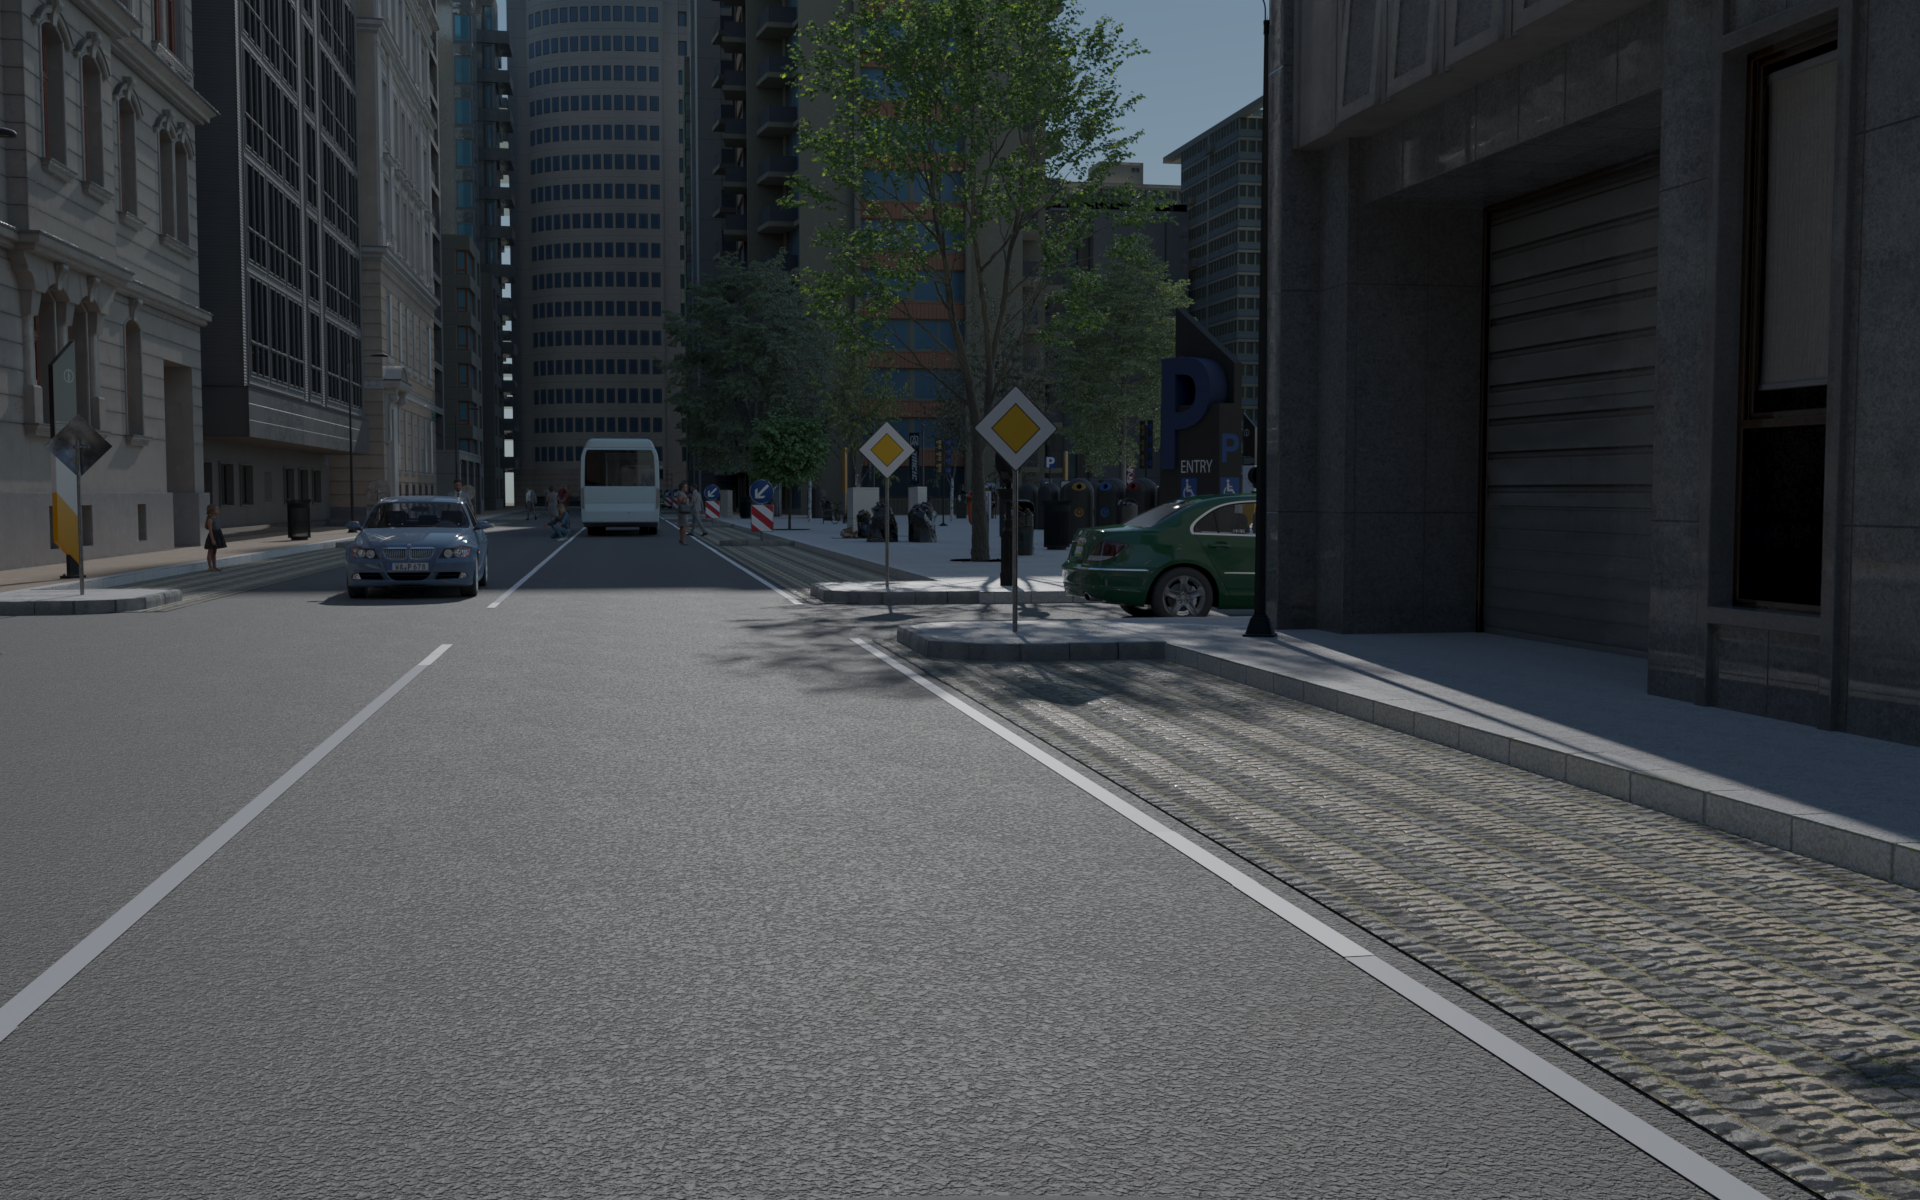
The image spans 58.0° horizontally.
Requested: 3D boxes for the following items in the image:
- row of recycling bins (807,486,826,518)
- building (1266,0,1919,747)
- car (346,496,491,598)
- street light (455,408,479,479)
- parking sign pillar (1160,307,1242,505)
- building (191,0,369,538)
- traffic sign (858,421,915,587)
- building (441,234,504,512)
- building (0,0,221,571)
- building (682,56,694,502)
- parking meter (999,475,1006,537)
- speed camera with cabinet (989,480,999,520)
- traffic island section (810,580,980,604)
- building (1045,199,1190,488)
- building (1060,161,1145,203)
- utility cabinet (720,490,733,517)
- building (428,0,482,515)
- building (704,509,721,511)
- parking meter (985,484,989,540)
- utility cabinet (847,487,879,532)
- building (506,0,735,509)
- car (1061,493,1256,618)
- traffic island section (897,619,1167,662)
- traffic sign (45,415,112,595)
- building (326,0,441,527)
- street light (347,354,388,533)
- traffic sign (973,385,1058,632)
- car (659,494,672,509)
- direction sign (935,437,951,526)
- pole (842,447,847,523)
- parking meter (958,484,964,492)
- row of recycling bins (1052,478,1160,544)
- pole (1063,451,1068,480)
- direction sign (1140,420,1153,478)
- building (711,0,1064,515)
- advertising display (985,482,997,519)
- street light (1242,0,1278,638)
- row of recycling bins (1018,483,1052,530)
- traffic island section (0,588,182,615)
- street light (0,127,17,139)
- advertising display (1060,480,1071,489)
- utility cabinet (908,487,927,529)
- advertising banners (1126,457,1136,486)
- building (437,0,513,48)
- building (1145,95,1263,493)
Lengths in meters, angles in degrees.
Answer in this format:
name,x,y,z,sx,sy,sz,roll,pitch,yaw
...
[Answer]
name,x,y,z,sx,sy,sz,roll,pitch,yaw
row of recycling bins,-7.697,-5.244,92.846,1.069,1.692,3.534,0,4,-6
building,10.706,-11.581,7.373,12.078,24.808,19.932,-1,4,-11
car,-7.947,-0.831,25.585,2.014,1.417,4.499,-1,4,-13
street light,-26.487,-7.366,92.969,1.470,5.913,1.316,-1,4,-11
parking sign pillar,3.398,-2.204,24.509,1.447,3.967,1.447,-2,4,-32
building,-27.700,-15.938,54.092,14.314,27.812,24.014,-1,4,-11
traffic sign,-1.011,-1.241,23.926,0.795,2.450,0.064,-1,4,-11
building,-48.985,-17.267,127.347,27.650,21.520,28.899,-1,4,-11
building,-22.812,-14.874,30.586,14.401,28.519,23.554,-1,4,-11
building,-19.503,-29.557,166.848,14.154,41.232,14.086,-1,4,-11
parking meter,1.359,-2.827,51.938,0.255,1.863,0.399,-1,4,-21
speed camera with cabinet,1.570,-5.650,86.711,2.038,3.252,0.660,0,4,-4
traffic island section,-0.989,-0.106,24.007,2.009,0.180,2.903,-1,4,-11
building,14.072,-24.564,173.329,14.107,30.474,14.160,-1,4,-11
building,18.760,-31.403,205.321,23.993,40.220,32.217,-1,4,-11
utility cabinet,-12.753,-5.258,94.654,0.318,1.500,1.173,-2,4,-26
building,-39.693,-40.602,102.098,20.563,71.187,20.611,-1,4,-11
building,-12.080,-36.939,145.946,21.231,58.520,28.212,-1,4,-11
parking meter,0.481,-1.925,39.881,0.372,1.533,0.369,0,3,0
utility cabinet,-3.218,-2.983,57.446,0.318,1.500,1.173,3,5,44
building,-34.544,-39.602,189.484,28.212,58.520,21.231,-1,4,-11
car,3.622,-0.486,19.743,4.920,1.459,2.131,-1,4,-9
traffic island section,0.531,0.374,16.168,2.009,0.180,2.903,-1,4,-11
traffic sign,-11.170,-1.122,21.983,0.795,2.450,0.064,-1,4,-11
building,-30.583,-17.739,75.940,13.634,28.700,20.117,-1,4,-11
street light,-19.596,-5.185,57.321,1.470,5.913,1.316,-1,4,-11
traffic sign,0.510,-0.761,16.086,0.795,2.450,0.064,-1,4,-11
car,-27.610,-9.273,160.411,1.959,1.807,4.718,-1,4,-11
direction sign,-0.669,-4.731,69.342,0.379,3.537,0.876,3,5,44
pole,-5.033,-5.006,75.684,0.158,3.312,0.155,0,3,0
parking meter,0.079,-5.731,99.420,0.255,1.863,0.399,1,4,16
row of recycling bins,4.216,-2.268,44.193,3.534,1.692,1.069,2,4,34
pole,5.023,-5.415,82.375,0.158,3.312,0.155,0,3,0
direction sign,5.731,-3.752,53.334,0.379,3.537,0.876,-1,4,-20
building,-5.474,-28.375,118.554,22.147,44.769,28.867,-1,4,-11
advertising display,1.635,-5.218,90.533,0.123,1.923,0.974,-2,4,-31
street light,2.178,-2.619,15.369,1.470,5.913,1.316,-1,4,-11
row of recycling bins,3.649,-3.376,62.316,3.534,1.692,1.069,2,4,30
traffic island section,-11.192,0.015,22.041,2.009,0.180,2.903,-1,4,-11
street light,-12.654,-3.026,22.011,1.470,5.913,1.316,-1,4,-11
advertising display,5.177,-4.633,80.963,0.974,1.923,0.123,1,4,13
utility cabinet,-1.295,-2.681,52.515,0.318,1.500,1.173,1,4,12
advertising banners,7.334,-5.263,82.239,2.074,3.025,0.090,1,4,13
building,-55.646,-32.721,154.600,30.456,49.044,23.786,-1,4,-11
building,34.432,-29.126,168.098,23.993,40.220,32.217,-1,4,-11
